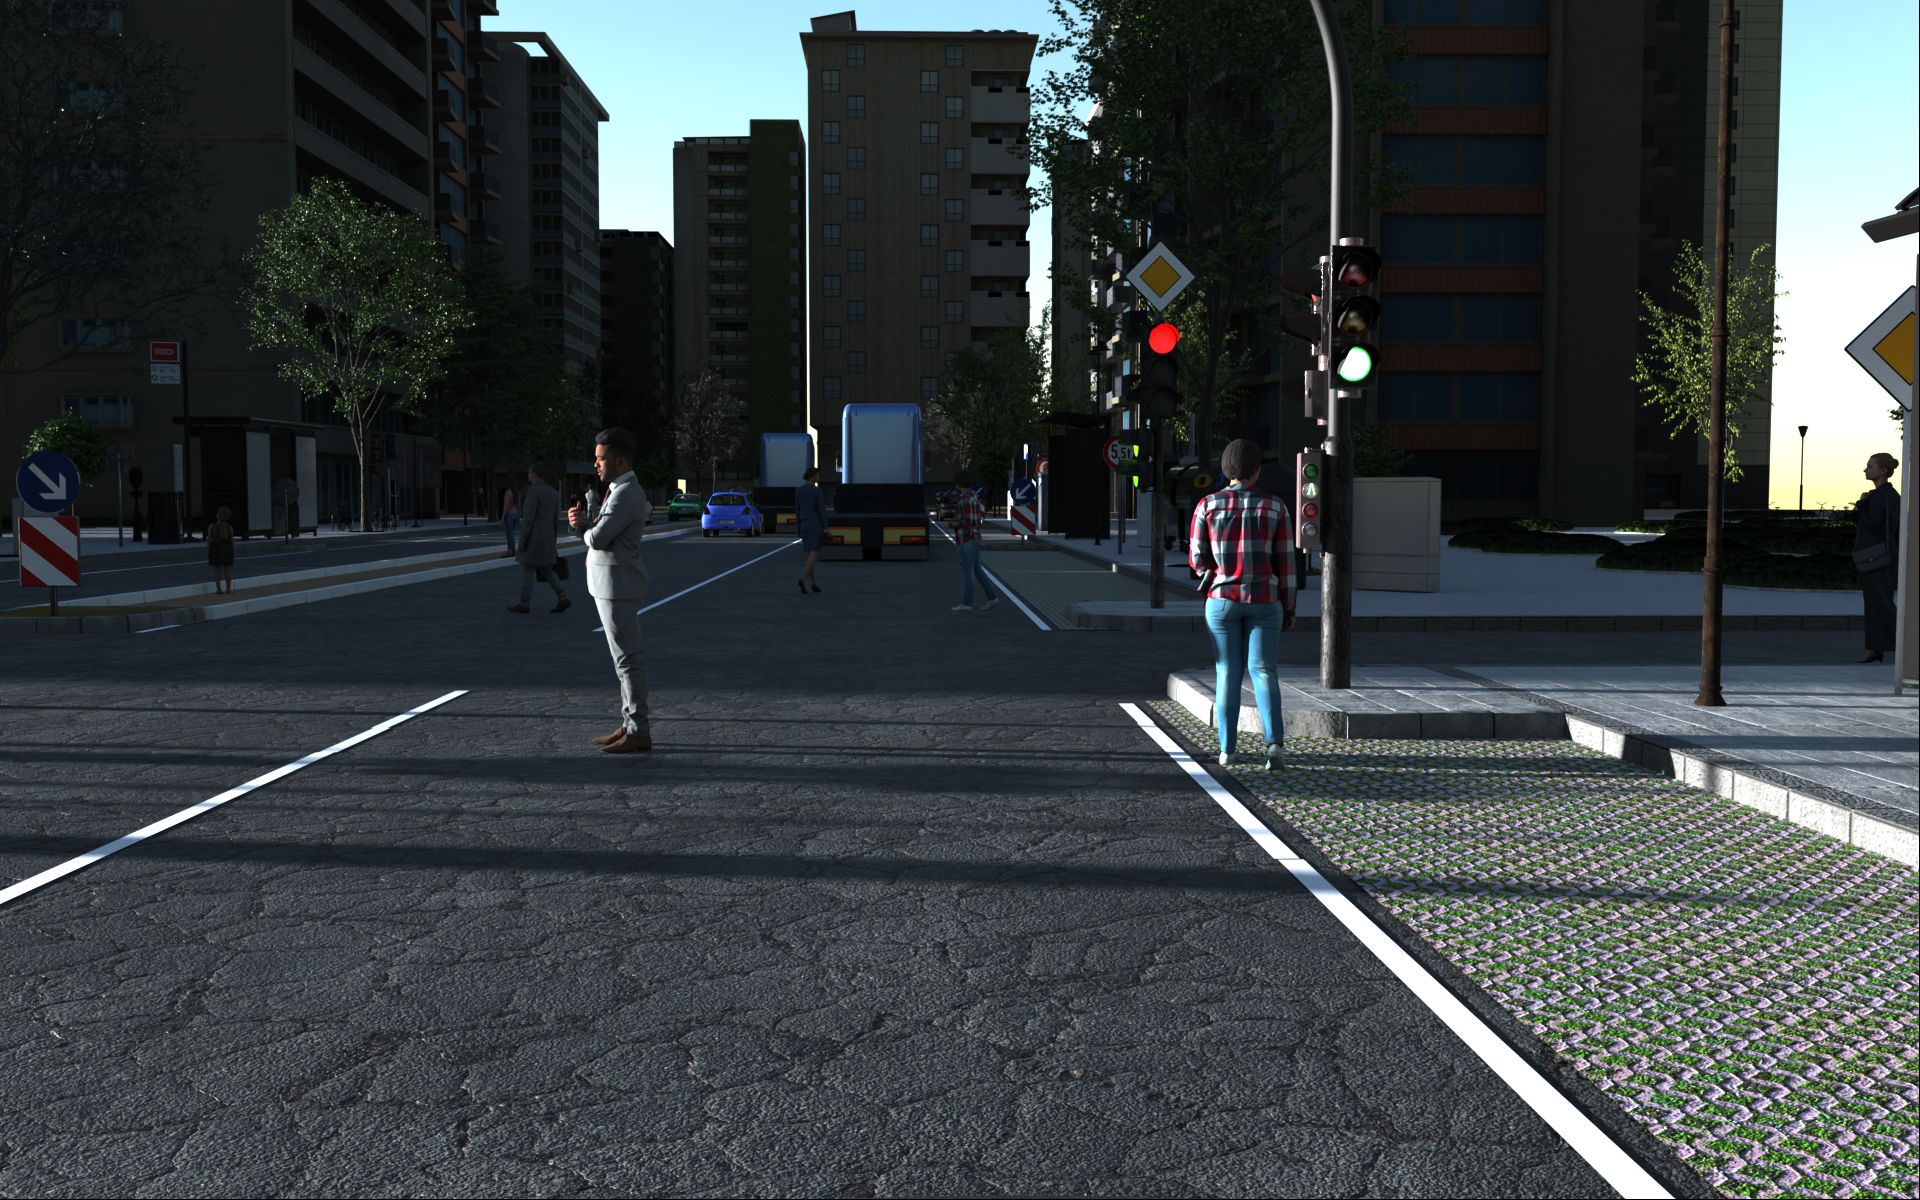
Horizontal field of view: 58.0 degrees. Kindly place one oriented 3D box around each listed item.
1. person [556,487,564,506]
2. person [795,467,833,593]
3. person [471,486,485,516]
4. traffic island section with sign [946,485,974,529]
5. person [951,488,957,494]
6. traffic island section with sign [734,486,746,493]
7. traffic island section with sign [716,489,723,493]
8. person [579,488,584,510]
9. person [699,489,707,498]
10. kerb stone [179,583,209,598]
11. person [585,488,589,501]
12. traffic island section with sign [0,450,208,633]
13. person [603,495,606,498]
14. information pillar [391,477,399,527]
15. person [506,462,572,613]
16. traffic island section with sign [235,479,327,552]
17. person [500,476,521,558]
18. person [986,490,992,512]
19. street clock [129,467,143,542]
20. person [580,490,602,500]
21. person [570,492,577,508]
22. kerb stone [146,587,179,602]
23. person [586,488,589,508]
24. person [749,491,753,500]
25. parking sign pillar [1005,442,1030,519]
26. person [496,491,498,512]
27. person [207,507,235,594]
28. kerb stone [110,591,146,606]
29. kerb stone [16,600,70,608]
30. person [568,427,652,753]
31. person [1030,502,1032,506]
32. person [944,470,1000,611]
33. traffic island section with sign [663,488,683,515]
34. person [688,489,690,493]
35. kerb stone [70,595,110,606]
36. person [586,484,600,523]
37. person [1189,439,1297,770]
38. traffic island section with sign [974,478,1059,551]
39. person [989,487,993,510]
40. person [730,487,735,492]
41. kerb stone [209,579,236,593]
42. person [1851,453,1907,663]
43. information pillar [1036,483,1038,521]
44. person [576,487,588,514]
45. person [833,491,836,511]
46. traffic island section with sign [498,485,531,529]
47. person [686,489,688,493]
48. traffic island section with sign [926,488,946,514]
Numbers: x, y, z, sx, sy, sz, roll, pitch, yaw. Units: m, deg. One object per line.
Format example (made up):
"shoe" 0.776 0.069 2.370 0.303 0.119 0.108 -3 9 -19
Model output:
"person" -27.339 -6.778 117.568 0.721 1.736 1.217 3 4 37
"person" -2.190 -1.013 25.084 0.581 1.822 0.654 3 5 41
"person" -27.972 -5.732 100.557 0.742 1.727 0.445 -1 4 -20
"traffic island section with sign" 0.569 -3.816 71.024 1.989 1.847 2.006 0 4 -2
"person" -0.519 -6.484 114.389 0.599 1.838 0.709 3 5 41
"traffic island section with sign" -12.014 -5.244 93.874 2.006 1.907 1.989 0 4 -2
"traffic island section with sign" -20.467 -8.511 147.789 1.989 1.847 2.006 0 4 -2
"person" -29.759 -7.909 136.040 0.721 1.739 1.217 -2 4 -34
"person" -24.471 -9.644 164.409 0.721 1.739 1.217 2 4 33
"kerb stone" -10.800 -0.122 24.215 0.120 0.150 1.000 0 4 -2
"person" -22.443 -6.015 105.334 0.756 1.711 0.436 -1 4 -22
"traffic island section with sign" -9.557 -0.651 18.775 2.006 1.907 1.989 0 4 -2
"person" -34.337 -10.050 169.992 1.348 1.869 0.705 -3 4 -36
"information pillar" -22.227 -3.884 67.991 0.304 2.012 0.304 0 4 1
"person" -5.090 -0.751 20.885 0.767 1.812 0.694 1 4 18
"traffic island section with sign" -17.068 -2.132 43.492 1.989 1.847 2.006 0 4 -2
"person" -9.946 -1.829 38.416 0.388 1.821 0.555 1 4 16
"person" 1.959 -7.314 126.450 0.721 1.723 1.217 -2 4 -35
"street clock" -22.093 -2.563 46.476 0.358 2.002 0.471 -1 4 -10
"person" -21.985 -5.946 103.346 1.350 1.814 0.705 1 4 10
"person" -29.718 -7.575 133.086 0.799 1.438 0.628 3 4 38
"kerb stone" -10.758 -0.061 23.194 0.120 0.150 1.000 0 4 -2
"person" -28.273 -7.624 131.242 0.434 1.755 0.990 -1 4 -11
"person" -20.981 -10.089 173.969 1.217 1.766 0.721 0 4 2
"parking sign pillar" 3.050 -6.206 89.936 1.447 3.967 1.447 3 5 41
"person" -33.553 -7.264 124.816 1.348 1.824 0.705 -1 4 -22
"person" -10.513 -0.701 24.636 0.362 1.253 0.373 -1 4 -19
"kerb stone" -10.731 0.001 22.172 0.120 0.150 1.000 0 4 -2
"kerb stone" -10.669 0.132 20.123 0.120 0.150 1.000 0 4 -2
"person" -1.973 -0.064 9.733 0.466 1.800 0.511 -2 4 -26
"person" 6.083 -8.693 149.637 0.593 1.643 0.415 1 4 15
"person" 0.141 -0.726 21.202 0.643 1.720 0.563 1 4 13
"traffic island section with sign" -19.584 -6.849 120.607 1.989 1.847 2.006 0 4 -2
"person" -24.838 -9.312 159.015 1.217 1.743 0.721 2 4 30
"kerb stone" -10.698 0.065 21.147 0.120 0.150 1.000 0 4 -2
"person" -13.319 -3.316 62.897 0.511 1.800 0.466 0 4 6
"person" 1.484 0.015 9.085 0.563 1.720 0.643 0 4 8
"traffic island section with sign" 1.447 -2.169 44.084 1.989 1.847 2.006 0 4 -2
"person" 2.421 -8.121 138.446 0.705 1.869 1.348 1 4 20
"person" -11.944 -5.076 91.675 0.526 1.800 0.537 2 4 26
"kerb stone" -10.840 -0.187 25.248 0.120 0.150 1.000 0 4 -2
"person" 7.662 -0.330 14.323 0.534 1.772 0.576 1 4 22
"information pillar" 3.711 -4.709 81.482 0.304 2.012 0.304 0 4 4
"person" -24.246 -6.422 111.598 0.990 1.755 0.434 0 4 2
"person" -10.586 -8.374 146.217 0.445 1.727 0.742 -1 4 -22
"traffic island section with sign" -17.986 -3.874 71.967 1.989 1.847 2.006 0 4 -2
"person" -19.995 -7.252 127.048 0.705 1.826 1.348 -3 4 -36
"traffic island section with sign" -1.961 -8.576 148.838 1.989 1.847 2.006 0 4 -2
